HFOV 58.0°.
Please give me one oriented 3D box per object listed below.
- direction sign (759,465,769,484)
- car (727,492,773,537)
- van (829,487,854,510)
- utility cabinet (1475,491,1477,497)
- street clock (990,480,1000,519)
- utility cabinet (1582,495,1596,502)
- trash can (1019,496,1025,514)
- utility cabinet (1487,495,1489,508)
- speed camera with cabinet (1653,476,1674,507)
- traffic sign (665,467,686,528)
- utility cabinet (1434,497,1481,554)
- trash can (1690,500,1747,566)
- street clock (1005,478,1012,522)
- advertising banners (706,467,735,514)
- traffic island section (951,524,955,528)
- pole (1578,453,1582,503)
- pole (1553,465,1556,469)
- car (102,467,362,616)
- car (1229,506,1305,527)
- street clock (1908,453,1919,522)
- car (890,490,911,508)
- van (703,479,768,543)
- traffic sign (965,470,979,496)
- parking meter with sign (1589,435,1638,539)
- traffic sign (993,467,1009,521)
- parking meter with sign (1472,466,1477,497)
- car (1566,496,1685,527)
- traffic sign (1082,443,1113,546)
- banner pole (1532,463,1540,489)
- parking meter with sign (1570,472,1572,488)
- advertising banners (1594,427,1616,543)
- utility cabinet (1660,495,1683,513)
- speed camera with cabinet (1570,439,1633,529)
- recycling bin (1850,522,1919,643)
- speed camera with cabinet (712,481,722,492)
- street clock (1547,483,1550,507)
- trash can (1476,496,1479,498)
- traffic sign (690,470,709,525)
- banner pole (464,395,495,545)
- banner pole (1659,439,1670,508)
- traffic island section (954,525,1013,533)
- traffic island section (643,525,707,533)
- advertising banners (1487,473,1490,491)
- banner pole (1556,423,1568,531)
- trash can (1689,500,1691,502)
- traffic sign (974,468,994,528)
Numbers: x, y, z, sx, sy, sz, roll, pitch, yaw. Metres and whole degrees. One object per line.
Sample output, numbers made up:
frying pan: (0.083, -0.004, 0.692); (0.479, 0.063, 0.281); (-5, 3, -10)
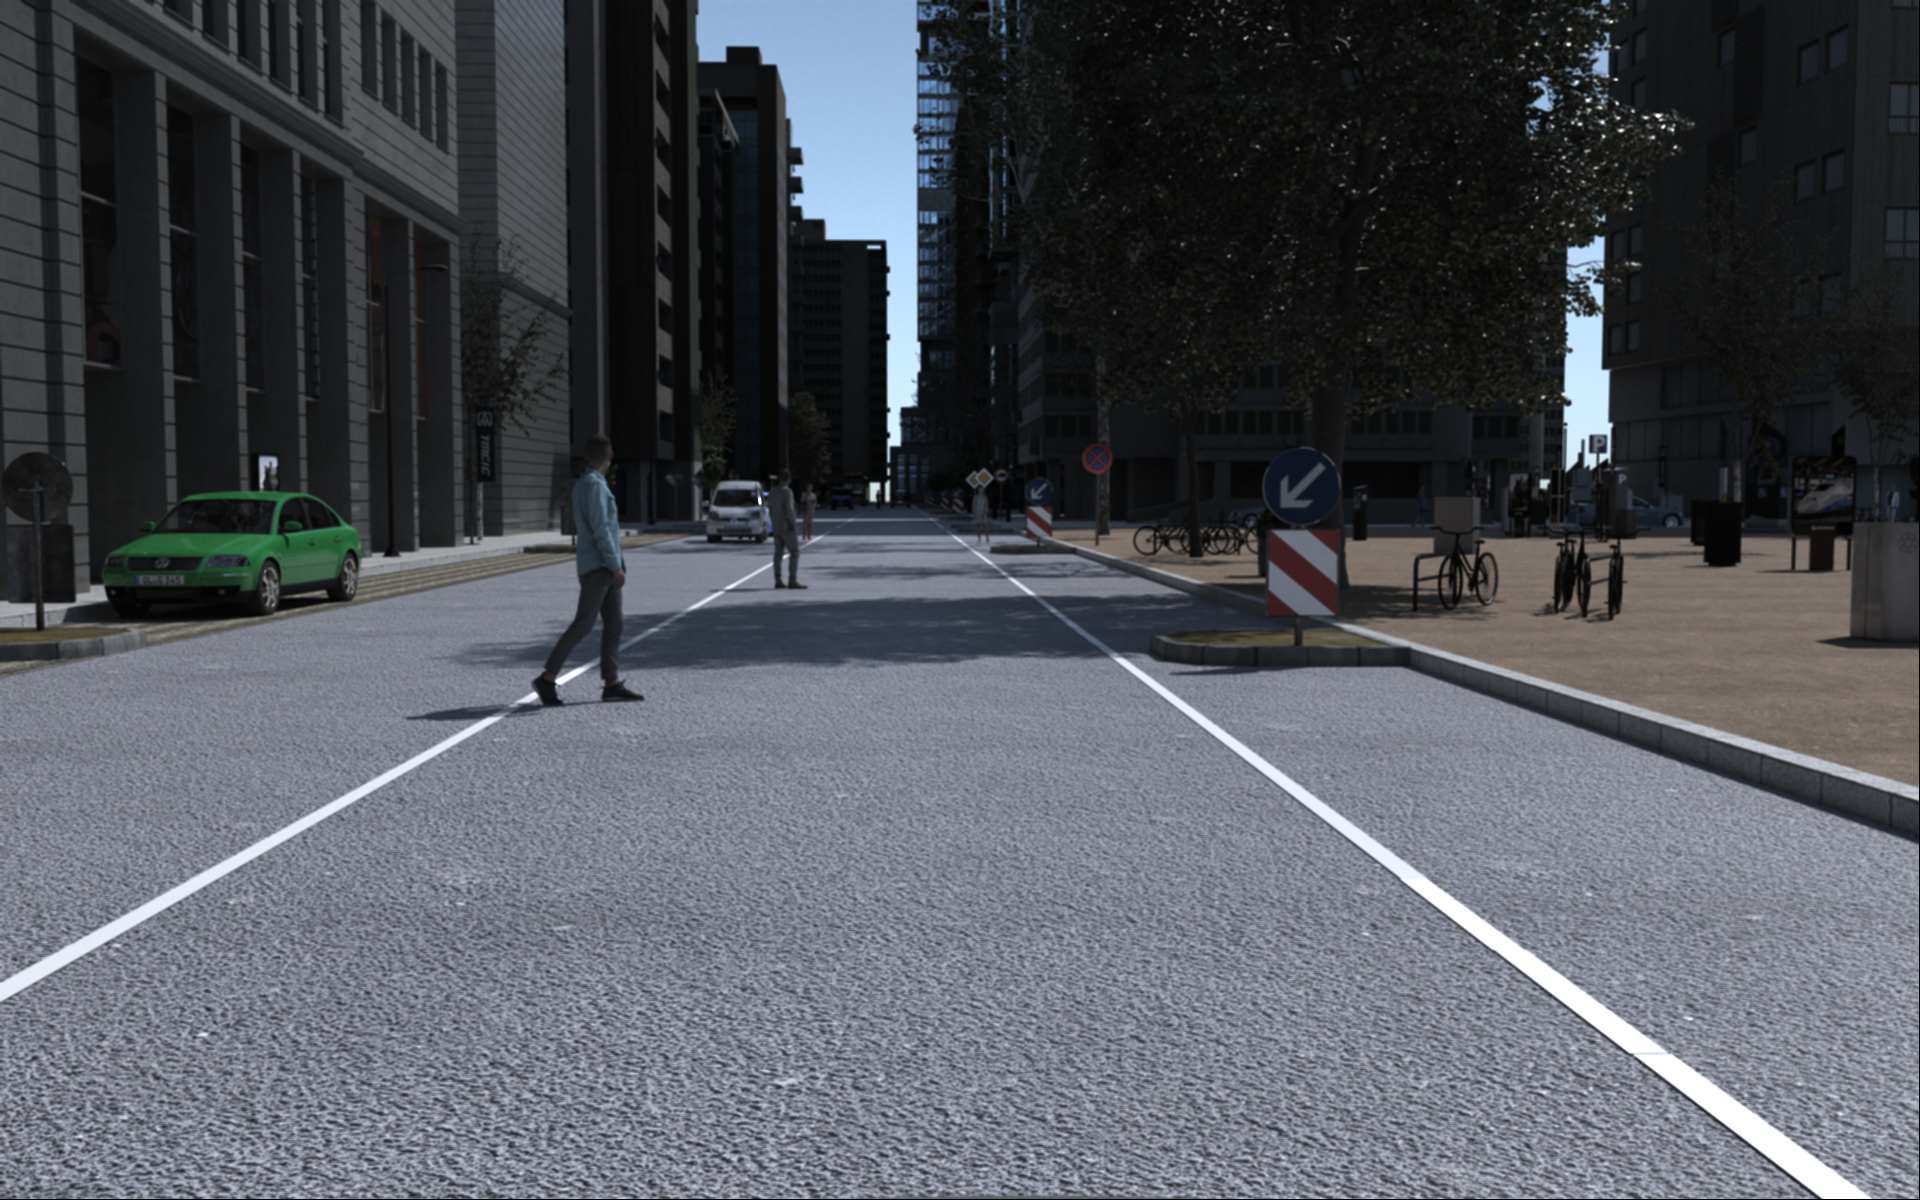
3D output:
direction sign: (-15.473, -8.864, 136.928); (0.876, 3.537, 0.379); (1, 4, 16)
car: (-6.984, -3.036, 59.227); (1.945, 1.707, 3.694); (0, 4, 0)
van: (-10.739, -9.401, 158.090); (2.240, 2.365, 5.245); (0, 4, -1)
utility cabinet: (39.424, -7.585, 132.689); (1.173, 1.500, 0.318); (3, 4, 36)
street clock: (1.762, -5.103, 88.004); (0.471, 2.002, 0.358); (2, 4, 32)
utility cabinet: (31.619, -4.609, 86.511); (1.020, 1.237, 0.306); (2, 4, 34)
trash can: (4.177, -6.172, 112.567); (0.748, 1.137, 0.748); (0, 3, 0)
utility cabinet: (41.042, -7.510, 133.952); (1.020, 1.237, 0.306); (3, 4, 39)
speed camera with cabinet: (36.690, -5.870, 90.308); (0.660, 3.252, 2.038); (3, 4, 37)
traffic sign: (-10.636, -3.739, 64.776); (0.795, 2.450, 0.064); (0, 4, -2)
utility cabinet: (10.696, -1.597, 37.273); (0.306, 1.237, 1.020); (-2, 4, -35)
trash can: (13.632, -1.180, 30.945); (0.748, 1.137, 0.748); (0, 3, 0)
street clock: (2.247, -4.632, 80.306); (0.358, 2.002, 0.471); (1, 4, 8)
advertising banners: (-15.624, -7.145, 113.010); (2.074, 3.025, 0.090); (1, 4, 17)
traffic island section: (0.636, -3.116, 73.229); (2.009, 0.180, 2.903); (0, 4, -2)
pole: (30.497, -5.590, 85.235); (0.158, 3.312, 0.155); (0, 3, 0)
pole: (41.735, -7.819, 121.677); (0.158, 3.312, 0.155); (0, 3, 0)
car: (-8.954, -0.783, 21.604); (1.959, 1.807, 4.718); (0, 4, -1)
car: (13.028, -3.509, 69.374); (4.499, 1.417, 2.014); (0, 4, -1)
street clock: (17.033, -1.602, 30.767); (0.358, 2.002, 0.471); (3, 5, 40)
car: (-6.180, -10.478, 179.991); (2.281, 1.827, 5.304); (0, 4, -2)
van: (-6.681, -2.758, 52.099); (2.013, 2.044, 4.112); (0, 4, -4)
traffic sign: (0.613, -4.251, 73.151); (0.795, 2.450, 0.064); (0, 4, -2)
parking meter with sign: (18.948, -3.295, 50.131); (0.543, 3.016, 1.738); (-1, 4, -15)
traffic sign: (1.972, -5.056, 82.776); (0.768, 2.556, 0.104); (0, 4, 3)
parking meter with sign: (31.586, -6.770, 106.953); (0.543, 3.016, 1.738); (1, 4, 17)
car: (26.610, -3.499, 69.210); (4.499, 1.417, 2.014); (0, 4, -1)
traffic sign: (3.409, -2.622, 42.973); (0.768, 2.556, 0.104); (0, 4, 3)
banner pole: (46.334, -9.149, 139.596); (0.863, 3.779, 0.401); (0, 4, 2)
parking meter with sign: (50.988, -9.024, 143.804); (1.738, 3.016, 0.543); (-1, 4, -21)
advertising banners: (17.166, -3.047, 46.011); (0.090, 3.025, 2.074); (1, 4, 10)
utility cabinet: (34.566, -4.462, 84.120); (1.020, 1.237, 0.306); (2, 4, 26)
speed camera with cabinet: (23.222, -4.177, 62.632); (2.038, 3.252, 0.660); (1, 4, 17)
recycling bin: (8.347, -0.163, 15.225); (0.722, 1.027, 0.722); (0, 4, 4)
speed camera with cabinet: (-16.334, -7.789, 121.680); (2.038, 3.252, 0.660); (-2, 4, -27)
street clock: (38.935, -6.709, 114.262); (0.358, 2.002, 0.471); (3, 4, 39)
trash can: (39.618, -7.527, 134.715); (0.748, 1.137, 0.748); (0, 3, 0)
traffic sign: (-10.925, -4.227, 72.756); (0.795, 2.450, 0.064); (0, 4, -2)
banner pole: (-12.140, -3.288, 43.768); (0.863, 3.779, 0.401); (0, 4, 3)
banner pole: (32.067, -5.431, 78.819); (0.401, 3.779, 0.863); (-1, 4, -15)
traffic island section: (0.925, -2.628, 65.249); (2.009, 0.180, 2.903); (0, 4, -2)
traffic island section: (-10.659, -2.603, 64.837); (2.009, 0.180, 2.903); (0, 4, -2)
advertising banners: (43.683, -9.077, 144.589); (2.074, 3.025, 0.090); (-3, 4, -38)
banner pole: (21.139, -4.335, 60.900); (0.401, 3.779, 0.863); (-1, 4, -9)
trash can: (18.652, -1.942, 43.411); (0.748, 1.137, 0.748); (0, 3, 0)
traffic sign: (0.902, -3.763, 65.171); (0.795, 2.450, 0.064); (0, 4, -2)
